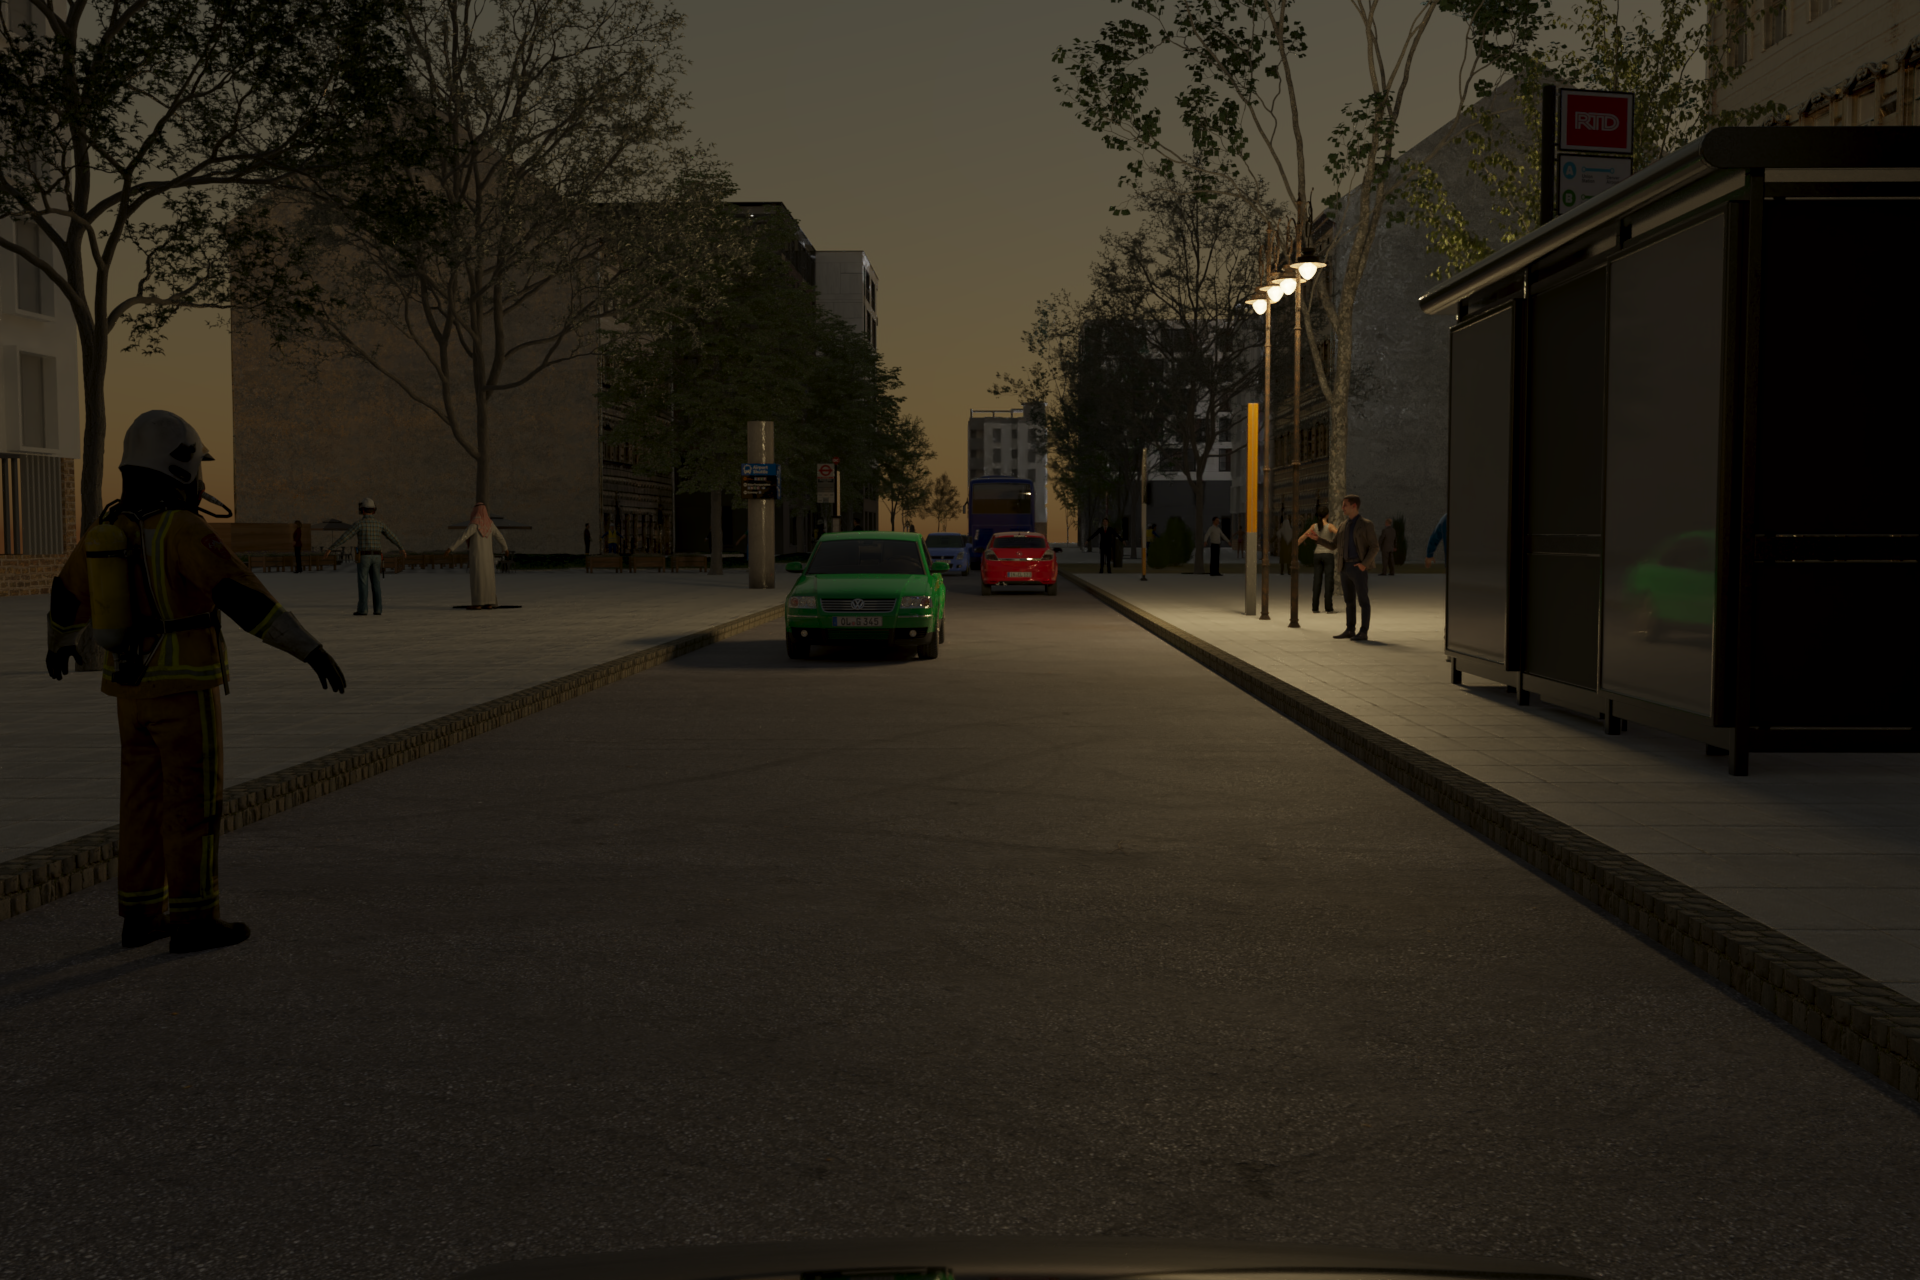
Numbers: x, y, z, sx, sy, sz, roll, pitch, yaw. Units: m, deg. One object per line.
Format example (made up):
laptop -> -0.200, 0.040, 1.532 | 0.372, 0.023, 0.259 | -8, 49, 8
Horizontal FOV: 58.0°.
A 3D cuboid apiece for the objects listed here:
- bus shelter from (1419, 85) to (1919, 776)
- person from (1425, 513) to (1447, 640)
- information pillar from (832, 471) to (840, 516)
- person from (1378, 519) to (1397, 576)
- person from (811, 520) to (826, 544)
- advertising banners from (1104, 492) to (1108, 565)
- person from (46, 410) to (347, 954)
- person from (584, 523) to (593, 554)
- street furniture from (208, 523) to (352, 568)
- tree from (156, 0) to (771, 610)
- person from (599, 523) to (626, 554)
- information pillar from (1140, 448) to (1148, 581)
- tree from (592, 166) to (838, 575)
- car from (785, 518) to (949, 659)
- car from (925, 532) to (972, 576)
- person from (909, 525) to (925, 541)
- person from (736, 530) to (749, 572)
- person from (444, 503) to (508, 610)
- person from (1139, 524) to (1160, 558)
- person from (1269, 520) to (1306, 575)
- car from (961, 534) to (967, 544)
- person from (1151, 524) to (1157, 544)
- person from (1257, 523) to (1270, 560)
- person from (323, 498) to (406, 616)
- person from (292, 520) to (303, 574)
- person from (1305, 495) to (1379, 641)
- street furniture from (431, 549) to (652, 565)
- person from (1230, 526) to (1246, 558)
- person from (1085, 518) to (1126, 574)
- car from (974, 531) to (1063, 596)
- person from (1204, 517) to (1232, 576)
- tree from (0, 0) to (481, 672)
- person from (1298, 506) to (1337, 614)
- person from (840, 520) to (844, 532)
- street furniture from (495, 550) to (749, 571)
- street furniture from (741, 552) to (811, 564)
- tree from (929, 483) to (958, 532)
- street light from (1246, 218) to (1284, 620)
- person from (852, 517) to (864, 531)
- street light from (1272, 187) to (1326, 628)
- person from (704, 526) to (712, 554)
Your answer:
bus shelter -> 4.981, -2.179, 13.258 | 2.179, 5.291, 8.768 | 0, 4, 1
person -> 5.489, -0.796, 18.902 | 0.705, 1.842, 1.347 | -2, 4, -25
information pillar -> -4.631, -4.485, 64.640 | 0.184, 3.620, 1.656 | 0, 4, 1
person -> 13.132, -2.861, 53.379 | 0.990, 1.755, 0.434 | -3, 4, -37
person -> -5.577, -3.898, 69.505 | 0.705, 1.856, 1.354 | -3, 5, -44
advertising banners -> 6.079, -4.663, 72.420 | 0.090, 3.025, 2.074 | 0, 4, 2
person -> -2.737, 0.134, 6.030 | 1.354, 1.858, 0.705 | 2, 4, 23
person -> -18.036, -4.762, 83.990 | 0.704, 1.812, 1.346 | -1, 4, -21
street furniture -> -29.221, -3.765, 68.414 | 11.010, 1.723, 9.812 | 1, 4, 14
tree -> -8.286, -7.281, 29.414 | 12.009, 13.543, 11.850 | 0, 3, 0
person -> -15.691, -4.390, 78.240 | 1.216, 1.772, 0.721 | -1, 4, -20
information pillar -> 5.057, -3.441, 47.610 | 0.183, 3.616, 0.504 | 0, 4, 1
tree -> -7.750, -8.343, 54.532 | 7.486, 12.596, 7.792 | 0, 3, 0
car -> -1.098, -0.765, 21.302 | 1.959, 1.807, 4.718 | 0, 4, 1
car -> -0.531, -3.089, 60.100 | 1.945, 1.707, 3.694 | 0, 4, 2
person -> -1.922, -3.709, 69.234 | 1.348, 1.813, 0.705 | -1, 4, -13
person -> -7.014, -3.207, 58.560 | 1.347, 1.817, 0.704 | 2, 4, 35
person -> -8.132, -1.417, 29.322 | 0.704, 1.811, 1.347 | 2, 4, 34
person -> 10.012, -5.213, 91.205 | 1.349, 1.833, 0.705 | 2, 4, 32
person -> 10.239, -2.901, 54.204 | 1.217, 1.736, 0.721 | 2, 4, 32
car -> -0.209, -5.169, 94.307 | 2.009, 1.686, 4.222 | 0, 4, 1
person -> 10.501, -5.336, 93.387 | 0.704, 1.843, 1.345 | 1, 4, 11
person -> 14.994, -4.872, 85.519 | 0.705, 1.847, 1.347 | -1, 4, -22
person -> -9.356, -1.316, 27.354 | 1.345, 1.849, 0.704 | -3, 5, -43
person -> -21.614, -3.029, 56.328 | 0.721, 1.729, 1.215 | -1, 4, -19
person -> 4.623, -0.881, 20.982 | 0.750, 1.759, 0.617 | -1, 4, -16
street furniture -> -17.817, -3.570, 73.989 | 10.072, 0.657, 5.734 | 0, 4, -6
person -> 14.909, -5.203, 91.873 | 1.217, 1.733, 0.721 | 2, 4, 26
person -> 4.723, -3.062, 56.256 | 1.347, 1.806, 0.705 | 0, 4, 8
car -> 1.413, -1.999, 41.720 | 2.155, 1.783, 4.494 | 0, 4, 1
person -> 7.823, -2.860, 52.914 | 0.704, 1.810, 1.344 | 3, 5, 45
tree -> -7.923, -5.002, 16.192 | 8.767, 10.594, 7.601 | 3, 5, 40
person -> 5.912, -1.296, 27.997 | 1.217, 1.737, 0.721 | 3, 4, 36
person -> -4.292, -3.355, 61.078 | 0.704, 1.802, 1.346 | 0, 4, 7
street furniture -> -11.989, -2.953, 63.911 | 10.072, 0.657, 5.734 | -1, 4, -16
street furniture -> -6.207, -3.663, 75.510 | 10.072, 0.657, 5.734 | 2, 4, 35
tree -> -1.874, -18.192, 247.808 | 4.360, 8.622, 3.978 | 0, 3, 0
street light -> 4.563, -3.239, 25.748 | 0.468, 5.910, 1.993 | 0, 4, 1
person -> -3.416, -3.130, 57.103 | 0.705, 1.837, 1.347 | 2, 4, 33
street light -> 4.586, -3.107, 23.591 | 0.468, 5.910, 1.993 | 0, 4, 1
person -> -12.142, -4.749, 84.373 | 0.721, 1.740, 1.216 | 1, 4, 17
